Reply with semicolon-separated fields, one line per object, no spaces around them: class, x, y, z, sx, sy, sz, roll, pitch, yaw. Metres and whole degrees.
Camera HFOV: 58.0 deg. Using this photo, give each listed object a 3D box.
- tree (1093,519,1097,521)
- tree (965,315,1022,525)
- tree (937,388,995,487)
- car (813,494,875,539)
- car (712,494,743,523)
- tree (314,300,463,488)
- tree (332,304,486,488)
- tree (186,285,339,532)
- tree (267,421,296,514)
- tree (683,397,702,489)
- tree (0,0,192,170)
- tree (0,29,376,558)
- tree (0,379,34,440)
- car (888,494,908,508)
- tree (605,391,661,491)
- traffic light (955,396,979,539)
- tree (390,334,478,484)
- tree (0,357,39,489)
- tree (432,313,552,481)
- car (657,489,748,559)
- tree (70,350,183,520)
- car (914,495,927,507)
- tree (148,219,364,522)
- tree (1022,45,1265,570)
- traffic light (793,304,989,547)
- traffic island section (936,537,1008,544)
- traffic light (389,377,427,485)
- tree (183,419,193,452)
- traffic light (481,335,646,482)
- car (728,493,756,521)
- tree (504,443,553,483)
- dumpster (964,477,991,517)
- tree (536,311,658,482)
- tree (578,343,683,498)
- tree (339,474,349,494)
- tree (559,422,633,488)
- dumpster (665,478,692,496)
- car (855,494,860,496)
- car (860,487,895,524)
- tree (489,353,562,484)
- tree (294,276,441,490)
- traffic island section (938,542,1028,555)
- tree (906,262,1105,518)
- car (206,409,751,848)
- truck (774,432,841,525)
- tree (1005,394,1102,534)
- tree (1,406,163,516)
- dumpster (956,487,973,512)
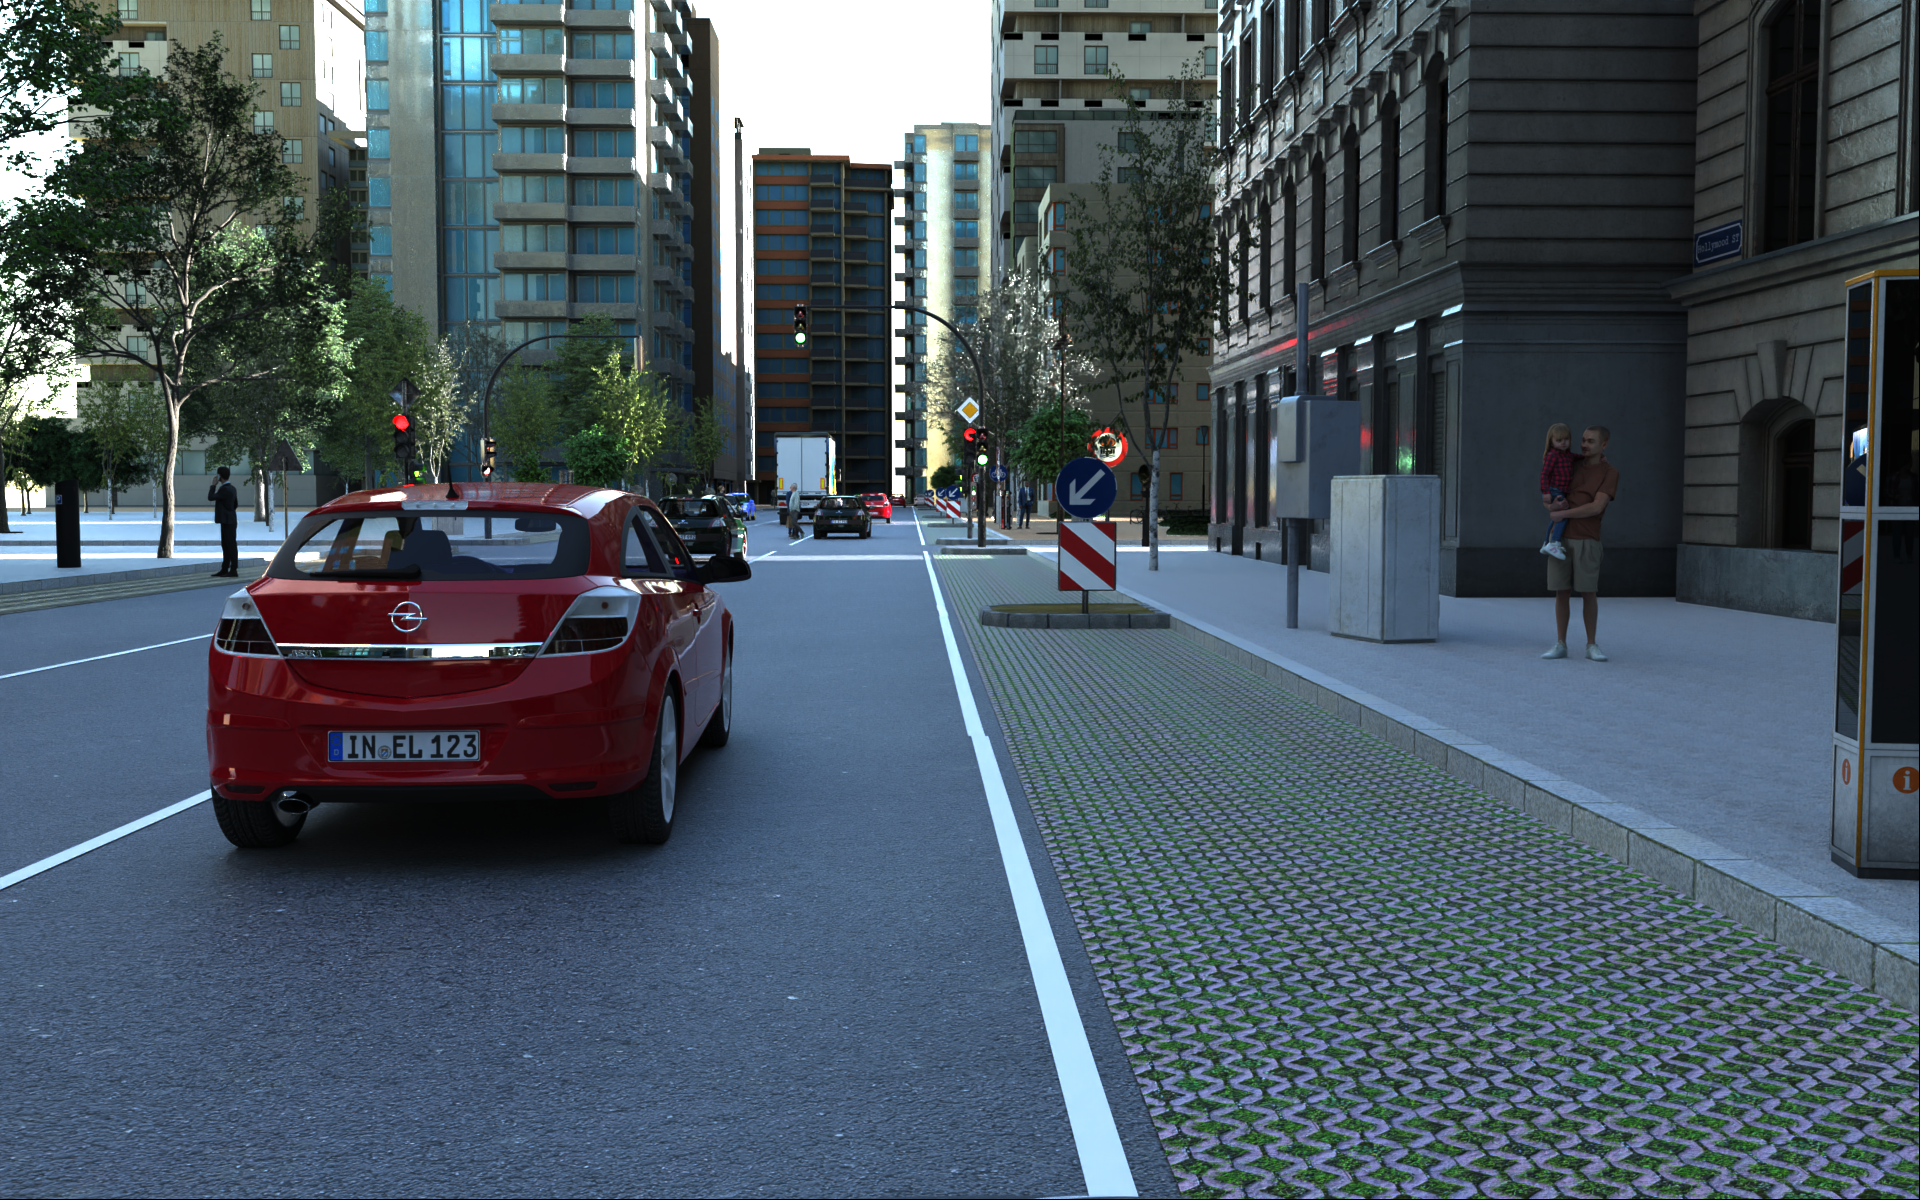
tree;5.988;-5.461;83.889;1.663;3.219;1.824;0;3;0
tree;2.329;-7.362;70.737;4.360;8.622;3.978;0;3;0
tree;0.526;-10.018;114.151;4.737;8.622;4.395;0;3;0
car;-3.822;-2.863;56.601;2.009;1.686;4.222;0;4;0
car;-10.633;-4.125;77.234;2.009;1.686;4.222;0;4;-3
tree;-33.877;-11.282;101.474;9.611;12.733;9.660;0;3;0
tree;-21.532;-7.107;66.562;4.737;8.622;4.395;0;3;0
tree;-23.638;-6.617;58.545;4.360;8.622;3.978;0;3;0
tree;-43.240;-9.730;109.454;4.737;8.622;4.395;0;3;0
tree;-17.364;-8.947;96.642;4.737;8.622;4.395;0;3;0
tree;-14.974;-6.029;24.323;9.928;11.665;9.643;0;3;0
tree;-15.639;-6.120;34.483;7.601;10.594;8.767;0;4;0
tree;-41.691;-7.499;72.969;4.360;8.622;3.978;0;3;0
car;-6.615;-10.650;183.162;2.155;1.783;4.494;0;4;-1
tree;-21.766;-10.069;114.990;4.360;8.622;3.978;0;3;0
traffic light;0.266;-3.729;49.890;0.839;4.253;0.868;0;4;-2
tree;-24.256;-7.919;79.842;4.360;8.622;3.978;0;3;0
tree;-43.614;-7.830;78.376;4.737;8.622;4.395;0;3;0
tree;-32.721;-12.740;118.667;12.009;13.543;11.850;0;3;0
car;-5.609;-1.670;37.091;2.009;1.686;4.222;0;4;0
tree;-42.318;-8.325;86.477;4.737;8.622;4.395;0;3;0
car;-4.221;-11.207;195.602;2.083;1.381;4.827;0;3;0
tree;-32.582;-10.624;80.354;9.857;13.997;8.962;0;3;0
tree;3.236;-4.820;29.162;4.360;8.622;3.978;0;3;0
traffic light;-1.588;-4.100;41.706;4.771;5.953;1.251;0;4;-2
traffic island section;0.306;-1.696;50.006;2.009;0.180;2.903;0;4;-2
traffic light;-13.254;-3.215;41.490;0.839;4.253;0.868;0;4;-2
tree;-43.059;-8.721;92.957;4.737;8.622;4.395;0;3;0
traffic light;-11.400;-4.581;49.568;4.771;5.953;1.251;0;4;-2
car;-12.093;-5.159;93.936;1.945;1.707;3.694;0;4;0
tree;-16.013;-4.307;65.013;1.663;3.219;1.824;0;3;0
dumpster;0.984;-5.907;99.072;1.502;2.255;1.985;0;4;-2
tree;-22.898;-11.621;108.129;7.486;12.596;7.792;0;3;0
tree;-16.372;-8.252;85.284;4.737;8.622;4.395;0;3;0
tree;-42.937;-10.458;121.350;4.360;8.622;3.978;0;3;0
tree;-16.473;-5.793;78.426;4.285;4.588;4.351;0;3;0
dumpster;-17.306;-6.356;106.414;1.502;2.255;1.985;0;4;-2
car;-11.238;-11.470;196.330;1.959;1.807;4.718;0;4;-3
car;-4.306;-4.686;85.649;2.155;1.783;4.494;0;4;-2
tree;-22.250;-8.493;89.227;4.737;8.622;4.395;0;3;0
tree;-30.774;-10.503;89.858;7.486;12.596;7.792;0;3;0
traffic island section;0.541;-1.208;42.024;2.009;0.180;2.903;0;4;-2
tree;2.349;-11.040;90.880;12.009;13.543;11.850;0;3;0
car;-2.145;0.031;8.535;2.155;1.783;4.494;0;4;-3
truck;-7.399;-5.844;84.457;2.839;4.237;11.283;0;4;-2
tree;3.230;-4.399;55.631;4.285;4.588;4.351;0;3;0
tree;-57.532;-9.027;110.505;11.467;7.101;20.602;-3;4;-36
dumpster;0.329;-6.943;119.281;1.264;1.857;1.865;0;4;-2
